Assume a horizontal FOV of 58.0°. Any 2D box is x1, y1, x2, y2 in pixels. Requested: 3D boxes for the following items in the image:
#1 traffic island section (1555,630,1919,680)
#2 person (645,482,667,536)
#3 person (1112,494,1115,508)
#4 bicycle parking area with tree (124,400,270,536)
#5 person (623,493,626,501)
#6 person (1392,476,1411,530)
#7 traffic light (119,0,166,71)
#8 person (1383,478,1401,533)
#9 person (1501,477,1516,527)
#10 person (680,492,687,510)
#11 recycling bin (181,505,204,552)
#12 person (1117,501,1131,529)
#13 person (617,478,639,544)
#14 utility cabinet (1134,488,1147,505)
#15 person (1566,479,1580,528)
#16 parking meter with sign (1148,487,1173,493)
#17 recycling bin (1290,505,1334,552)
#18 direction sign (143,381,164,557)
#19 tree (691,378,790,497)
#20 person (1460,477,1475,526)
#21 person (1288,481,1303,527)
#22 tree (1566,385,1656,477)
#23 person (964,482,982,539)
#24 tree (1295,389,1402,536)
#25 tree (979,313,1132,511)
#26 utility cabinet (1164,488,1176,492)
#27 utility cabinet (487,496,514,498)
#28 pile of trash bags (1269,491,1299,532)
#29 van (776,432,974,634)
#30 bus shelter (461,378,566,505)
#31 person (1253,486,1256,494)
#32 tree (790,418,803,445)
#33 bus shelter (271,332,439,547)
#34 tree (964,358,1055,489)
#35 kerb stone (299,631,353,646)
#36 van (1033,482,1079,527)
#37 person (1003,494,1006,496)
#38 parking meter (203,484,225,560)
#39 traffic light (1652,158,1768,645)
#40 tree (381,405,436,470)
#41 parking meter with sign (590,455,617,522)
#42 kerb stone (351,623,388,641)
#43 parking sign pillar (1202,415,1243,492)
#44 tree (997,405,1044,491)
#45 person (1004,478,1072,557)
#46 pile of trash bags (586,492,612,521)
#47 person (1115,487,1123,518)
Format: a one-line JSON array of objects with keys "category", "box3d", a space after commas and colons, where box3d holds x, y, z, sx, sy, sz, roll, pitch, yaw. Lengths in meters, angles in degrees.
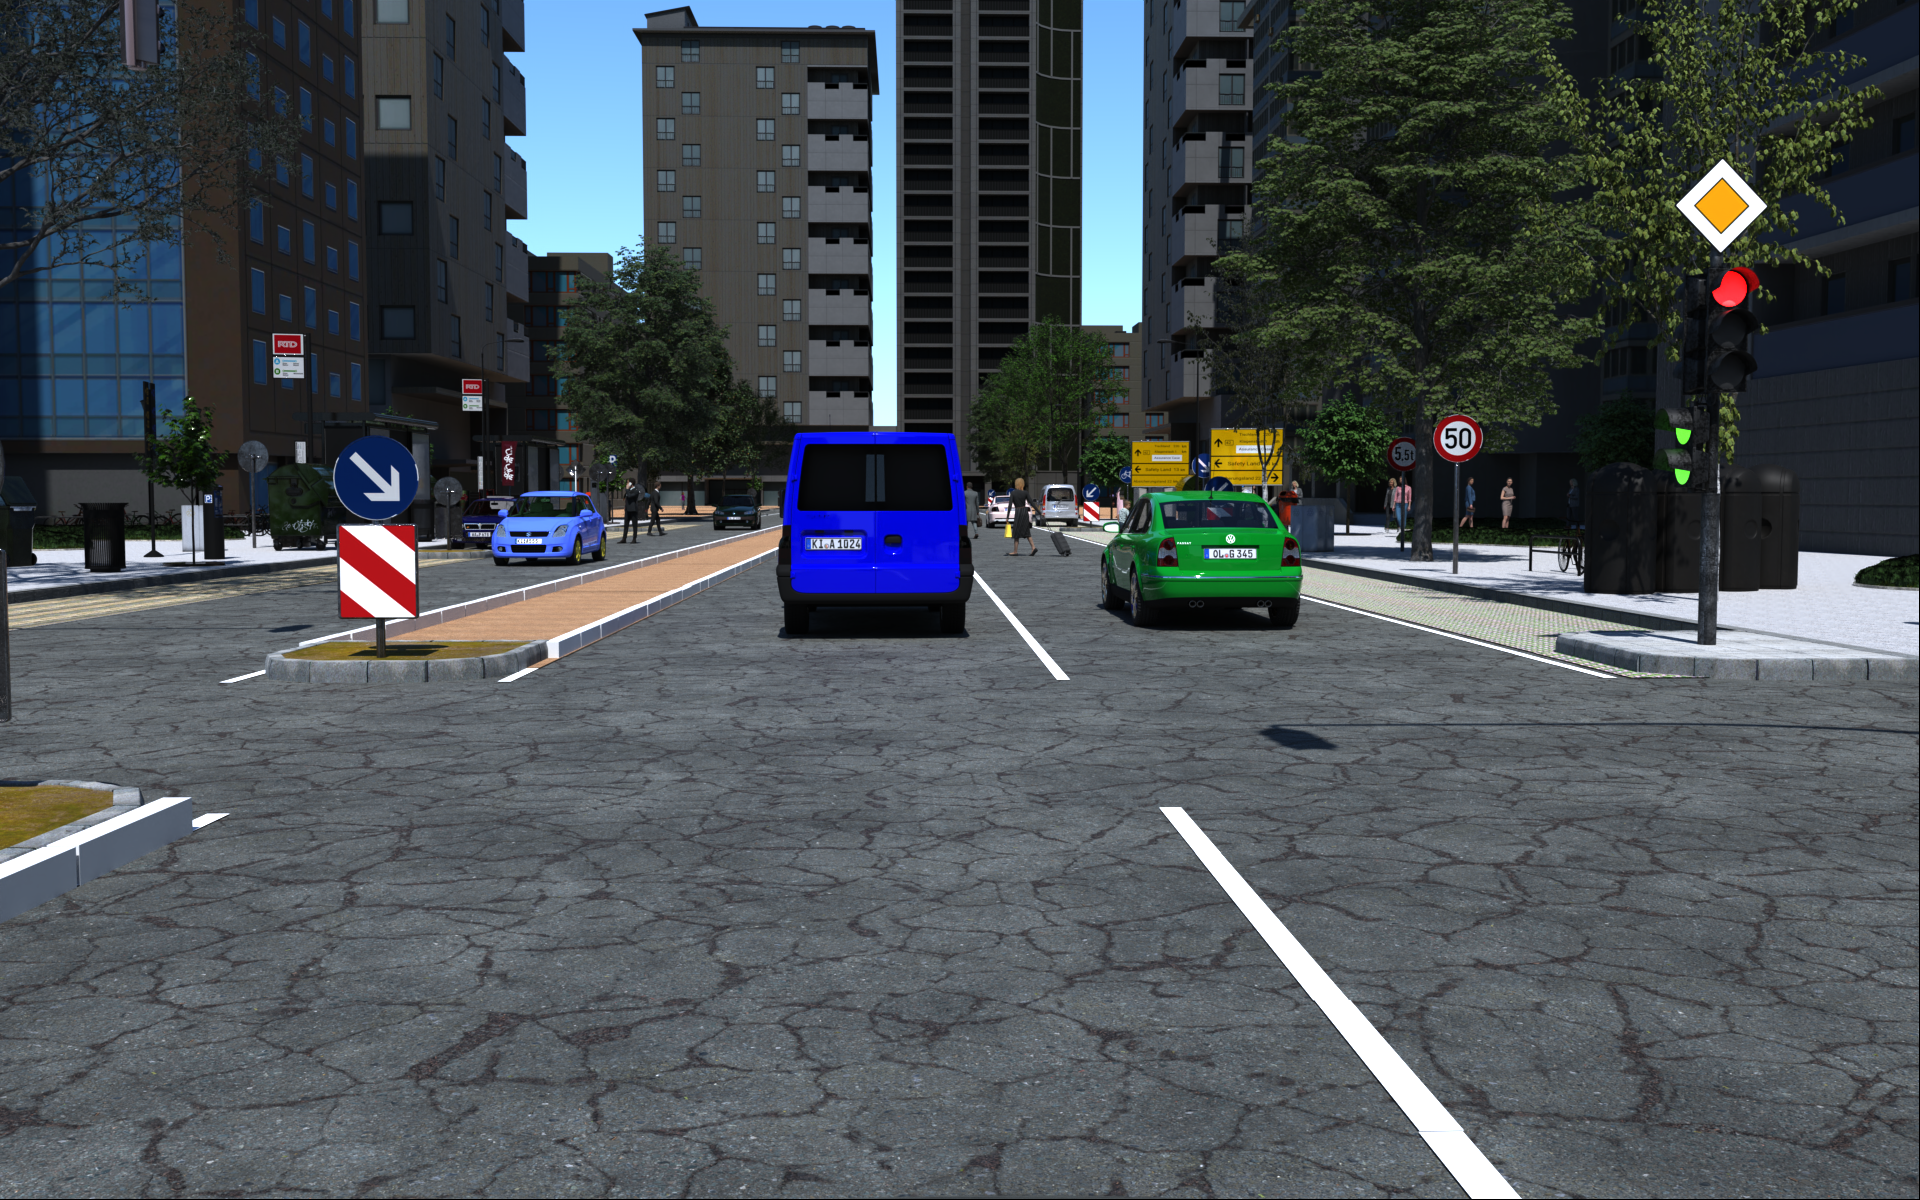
[{"category": "traffic island section", "box3d": [6.390, 0.459, 14.770, 2.009, 0.180, 2.903, 0, 4, -2]}, {"category": "person", "box3d": [-10.316, -3.102, 58.995, 0.755, 1.850, 0.659, -1, 4, -21]}, {"category": "person", "box3d": [14.214, -9.317, 161.609, 0.421, 1.427, 0.697, -1, 4, -23]}, {"category": "bicycle parking area with tree", "box3d": [-24.918, -4.174, 55.252, 9.016, 4.147, 8.231, 0, 4, 4]}, {"category": "person", "box3d": [-18.587, -5.650, 98.043, 0.705, 1.869, 1.348, 3, 4, 38]}, {"category": "person", "box3d": [13.095, -2.771, 51.363, 0.555, 1.821, 0.388, 1, 4, 18]}, {"category": "traffic light", "box3d": [-9.015, -2.419, 14.211, 4.771, 5.953, 1.251, 0, 4, -2]}, {"category": "person", "box3d": [14.159, -3.071, 56.431, 0.728, 1.800, 0.709, -3, 4, -37]}, {"category": "person", "box3d": [16.455, -2.790, 51.998, 0.599, 1.781, 0.374, -3, 4, -36]}, {"category": "person", "box3d": [-22.763, -8.165, 142.762, 0.599, 1.433, 0.991, 2, 4, 30]}, {"category": "recycling bin", "box3d": [-17.100, -1.614, 38.945, 0.722, 1.027, 0.722, -2, 4, -24]}, {"category": "person", "box3d": [4.478, -2.084, 47.261, 0.352, 1.250, 0.332, -1, 4, -13]}, {"category": "person", "box3d": [-9.575, -2.585, 50.132, 0.648, 1.900, 0.474, 3, 5, 40]}, {"category": "utility cabinet", "box3d": [6.707, -3.408, 64.401, 0.318, 1.500, 1.173, 0, 4, -3]}, {"category": "person", "box3d": [20.505, -3.169, 58.033, 0.526, 1.800, 0.537, 0, 4, -6]}, {"category": "parking meter with sign", "box3d": [9.274, -5.234, 81.834, 1.738, 3.016, 0.543, 2, 4, 27]}, {"category": "recycling bin", "box3d": [7.854, -1.594, 38.611, 0.722, 1.027, 0.722, -3, 5, -44]}, {"category": "direction sign", "box3d": [-16.442, -2.643, 35.217, 0.379, 3.537, 0.876, -1, 4, -12]}, {"category": "tree", "box3d": [-17.835, -11.963, 130.011, 8.767, 10.594, 7.601, -1, 4, -13]}, {"category": "person", "box3d": [16.349, -3.038, 55.742, 0.654, 1.822, 0.581, 2, 4, 26]}, {"category": "person", "box3d": [13.020, -3.730, 67.205, 0.537, 1.800, 0.526, 2, 4, 30]}, {"category": "tree", "box3d": [20.105, -4.216, 52.653, 4.285, 4.588, 4.351, 0, 3, 0]}, {"category": "person", "box3d": [0.323, -2.874, 55.600, 0.694, 1.812, 0.767, -1, 4, -23]}, {"category": "tree", "box3d": [12.150, -4.294, 53.922, 4.285, 4.588, 4.351, 0, 3, 0]}, {"category": "tree", "box3d": [5.990, -10.693, 100.587, 9.928, 11.665, 9.643, 0, 3, 0]}, {"category": "utility cabinet", "box3d": [7.391, -3.198, 60.972, 0.318, 1.500, 1.173, 1, 4, 13]}, {"category": "utility cabinet", "box3d": [-14.744, -2.719, 55.610, 1.020, 1.237, 0.306, 3, 4, 38]}, {"category": "pile of trash bags", "box3d": [8.314, -2.317, 47.628, 1.912, 1.369, 3.447, -1, 4, -20]}, {"category": "van", "box3d": [-0.973, -0.920, 19.426, 2.240, 2.365, 5.245, 0, 4, -3]}, {"category": "bus shelter", "box3d": [-16.272, -5.214, 62.879, 2.179, 5.291, 8.768, 0, 4, -2]}, {"category": "person", "box3d": [14.832, -4.953, 87.359, 0.374, 1.781, 0.599, -1, 4, -19]}, {"category": "tree", "box3d": [-18.052, -13.200, 150.227, 8.767, 10.594, 7.601, -1, 4, -17]}, {"category": "bus shelter", "box3d": [-16.073, -4.171, 45.833, 2.179, 5.291, 8.768, 0, 4, -2]}, {"category": "tree", "box3d": [4.608, -15.732, 163.872, 9.857, 13.997, 8.962, 0, 3, 0]}, {"category": "kerb stone", "box3d": [-5.658, 0.414, 15.451, 0.120, 0.150, 1.000, 0, 4, -2]}, {"category": "van", "box3d": [4.259, -4.253, 76.544, 2.013, 2.044, 4.112, 0, 4, -2]}, {"category": "person", "box3d": [2.491, -5.237, 97.387, 1.065, 1.426, 0.557, 2, 4, 34]}, {"category": "parking meter", "box3d": [-14.672, -1.568, 34.046, 0.372, 1.533, 0.369, 0, 3, 0]}, {"category": "traffic light", "box3d": [6.349, -1.574, 14.654, 0.839, 4.253, 0.868, 0, 4, -2]}, {"category": "tree", "box3d": [-21.077, -4.929, 64.304, 4.285, 4.588, 4.351, 0, 3, 0]}, {"category": "parking meter with sign", "box3d": [-16.129, -4.961, 77.372, 1.738, 3.016, 0.543, 2, 4, 35]}, {"category": "kerb stone", "box3d": [-5.682, 0.352, 16.482, 0.120, 0.150, 1.000, 0, 4, -2]}, {"category": "parking sign pillar", "box3d": [8.956, -4.325, 59.187, 1.447, 3.967, 1.447, -1, 4, -13]}, {"category": "tree", "box3d": [4.753, -11.518, 138.683, 4.737, 8.622, 4.395, 0, 3, 0]}, {"category": "person", "box3d": [1.755, -1.908, 39.911, 1.509, 1.804, 0.699, 1, 4, 22]}, {"category": "pile of trash bags", "box3d": [-17.294, -4.364, 81.102, 1.912, 1.369, 3.447, -1, 4, -11]}, {"category": "person", "box3d": [8.744, -5.333, 93.914, 0.551, 1.740, 0.621, -1, 4, -23]}]
